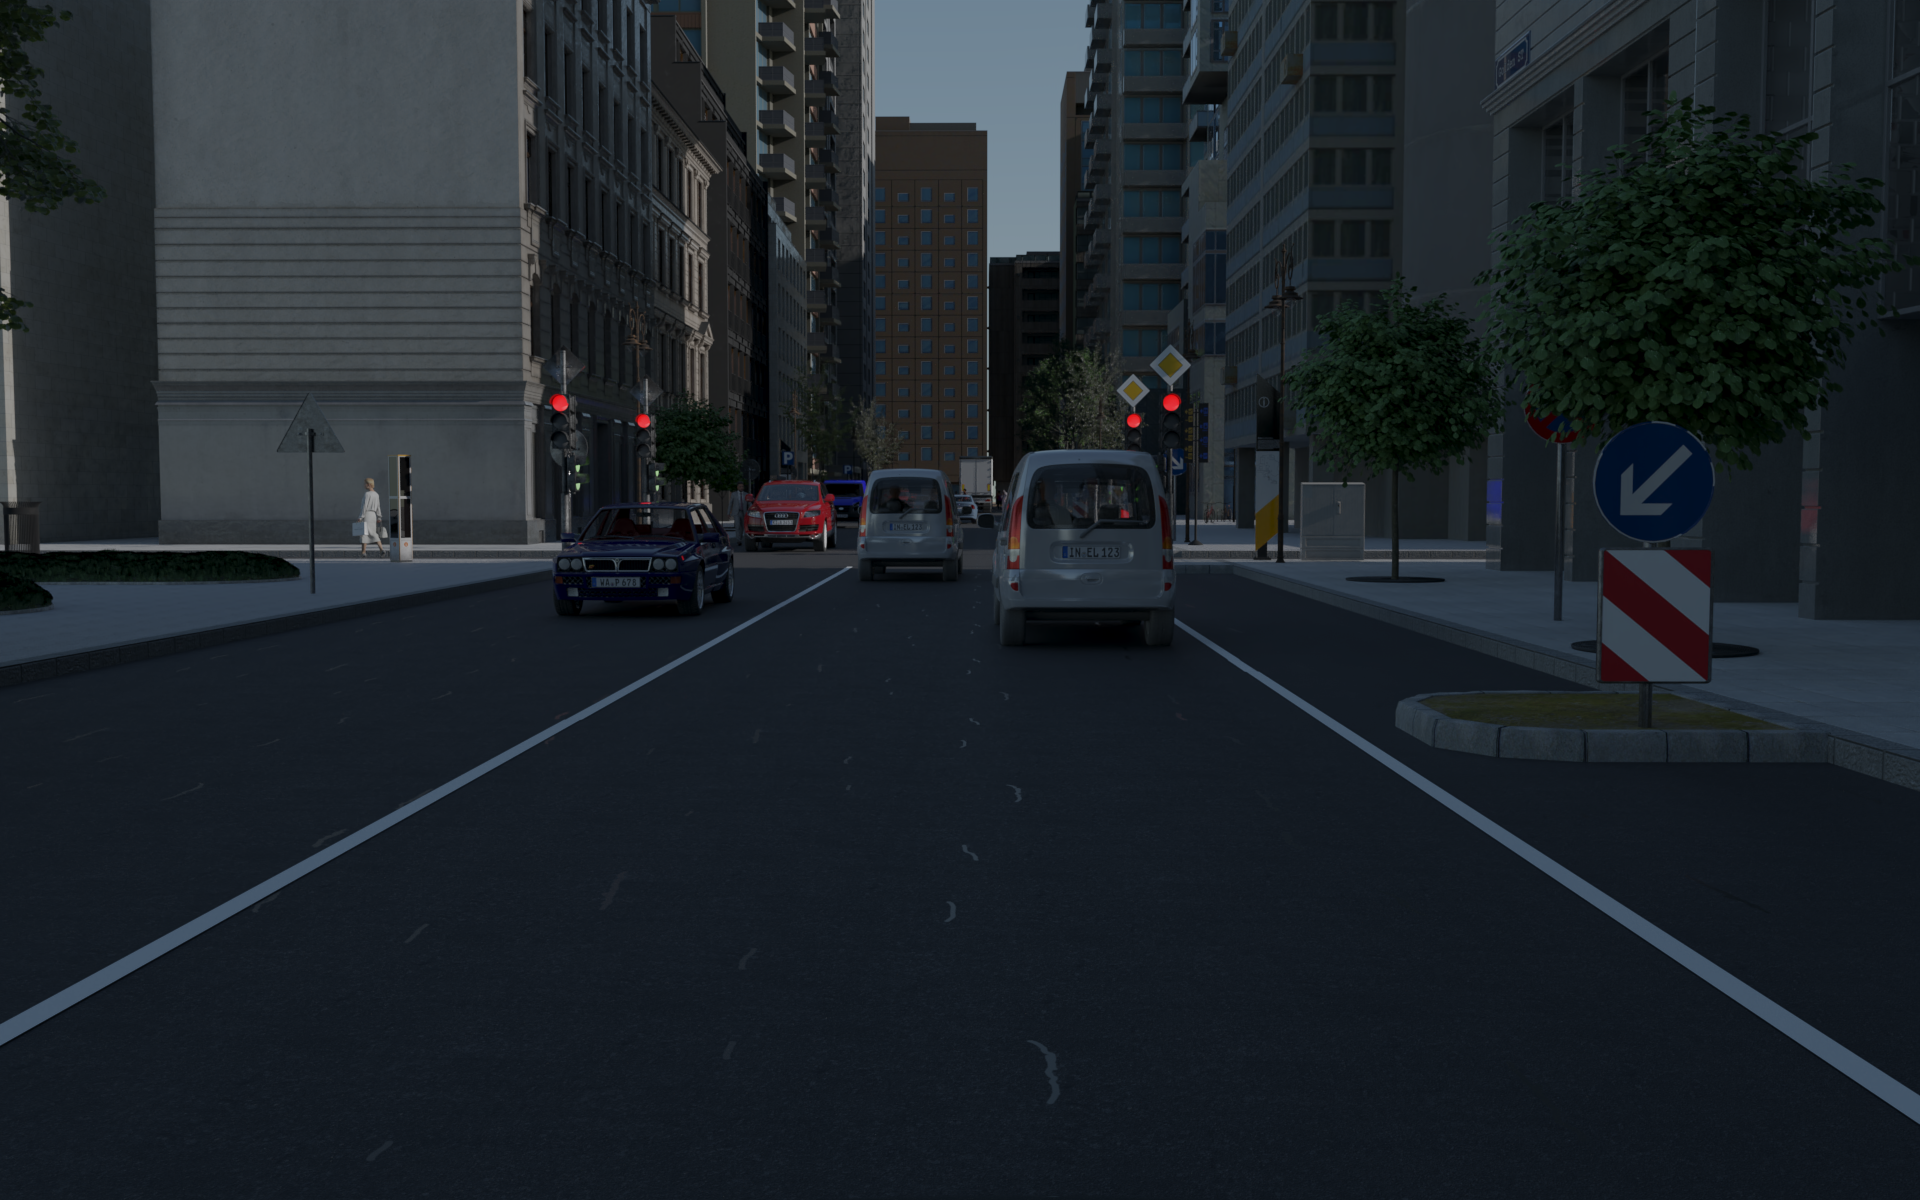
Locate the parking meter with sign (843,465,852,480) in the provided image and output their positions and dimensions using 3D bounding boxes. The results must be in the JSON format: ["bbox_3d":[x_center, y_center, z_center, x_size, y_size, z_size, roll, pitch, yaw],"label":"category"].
[{"bbox_3d":[-6.935,-6.635,104.743,0.543,3.016,1.738,-1,4,-14],"label":"parking meter with sign"}]

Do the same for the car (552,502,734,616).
[{"bbox_3d":[-3.896,-0.556,21.664,1.945,1.354,3.894,0,4,1],"label":"car"}]

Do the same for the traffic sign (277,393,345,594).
[{"bbox_3d":[-8.334,-1.360,22.232,0.884,2.594,0.081,0,4,2],"label":"traffic sign"}]

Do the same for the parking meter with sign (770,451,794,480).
[{"bbox_3d":[-7.486,-4.605,71.551,0.543,3.016,1.738,-2,4,-32],"label":"parking meter with sign"}]

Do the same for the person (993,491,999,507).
[{"bbox_3d":[4.127,-11.083,189.650,0.705,1.831,1.348,-2,4,-33],"label":"person"}]

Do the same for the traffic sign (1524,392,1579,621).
[{"bbox_3d":[6.062,-1.063,17.487,0.768,2.556,0.104,0,4,8],"label":"traffic sign"}]

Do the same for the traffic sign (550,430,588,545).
[{"bbox_3d":[-7.577,-2.044,33.526,0.768,2.556,0.104,0,4,8],"label":"traffic sign"}]

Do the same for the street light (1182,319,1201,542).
[{"bbox_3d":[6.032,-4.464,45.776,0.468,5.910,1.993,0,4,1],"label":"street light"}]

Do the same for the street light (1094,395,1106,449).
[{"bbox_3d":[6.518,-6.597,80.646,0.468,5.910,1.993,0,4,1],"label":"street light"}]

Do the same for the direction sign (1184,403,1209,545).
[{"bbox_3d":[5.914,-3.142,43.377,0.379,3.537,0.876,-3,4,-36],"label":"direction sign"}]

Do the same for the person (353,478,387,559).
[{"bbox_3d":[-12.919,-1.779,37.944,0.624,1.780,0.694,2,4,29],"label":"person"}]

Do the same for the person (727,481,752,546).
[{"bbox_3d":[-6.115,-2.412,48.209,0.678,1.792,0.850,-1,4,-22],"label":"person"}]

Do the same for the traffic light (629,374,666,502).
[{"bbox_3d":[-7.343,-3.164,40.656,0.839,4.253,0.868,0,4,1],"label":"traffic light"}]

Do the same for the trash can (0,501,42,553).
[{"bbox_3d":[-18.103,-1.331,33.414,0.748,1.137,0.748,0,3,0],"label":"trash can"}]

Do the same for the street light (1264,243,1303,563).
[{"bbox_3d":[5.979,-3.631,32.152,0.468,5.910,1.993,0,4,1],"label":"street light"}]

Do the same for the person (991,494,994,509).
[{"bbox_3d":[2.912,-9.134,161.056,0.599,1.433,0.991,0,4,-4],"label":"person"}]

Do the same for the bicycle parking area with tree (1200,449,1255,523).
[{"bbox_3d":[14.981,-5.551,77.765,8.231,4.147,9.016,2,4,28],"label":"bicycle parking area with tree"}]

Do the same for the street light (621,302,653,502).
[{"bbox_3d":[-7.749,-4.216,41.726,0.468,5.910,1.993,0,4,1],"label":"street light"}]

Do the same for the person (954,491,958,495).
[{"bbox_3d":[-0.422,-10.505,180.974,1.217,1.736,0.721,1,4,11],"label":"person"}]

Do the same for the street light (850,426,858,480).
[{"bbox_3d":[-6.831,-8.490,111.594,0.468,5.910,1.993,0,4,1],"label":"street light"}]

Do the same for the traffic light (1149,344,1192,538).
[{"bbox_3d":[3.916,-2.668,32.543,0.839,4.253,0.868,0,4,1],"label":"traffic light"}]

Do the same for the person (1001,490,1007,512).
[{"bbox_3d":[3.256,-7.225,127.293,0.551,1.740,0.621,2,4,32],"label":"person"}]

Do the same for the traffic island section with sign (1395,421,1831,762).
[{"bbox_3d":[3.677,-0.096,10.201,1.989,1.847,2.006,0,4,1],"label":"traffic island section with sign"}]

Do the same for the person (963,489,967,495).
[{"bbox_3d":[0.312,-7.182,125.893,0.705,1.831,1.348,-2,4,-28],"label":"person"}]

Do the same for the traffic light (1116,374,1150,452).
[{"bbox_3d":[4.018,-3.156,40.527,0.839,4.253,0.868,0,4,1],"label":"traffic light"}]

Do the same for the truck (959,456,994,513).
[{"bbox_3d":[1.248,-8.852,133.649,2.839,4.237,11.283,0,4,1],"label":"truck"}]

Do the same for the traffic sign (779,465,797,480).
[{"bbox_3d":[-7.304,-4.498,73.649,0.768,2.556,0.104,0,4,6],"label":"traffic sign"}]

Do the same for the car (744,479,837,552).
[{"bbox_3d":[-4.337,-2.213,44.858,2.281,1.827,5.304,0,4,1],"label":"car"}]

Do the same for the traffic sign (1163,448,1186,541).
[{"bbox_3d":[5.867,-2.885,47.278,0.768,2.556,0.104,0,4,2],"label":"traffic sign"}]

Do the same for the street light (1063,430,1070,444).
[{"bbox_3d":[7.051,-8.716,115.290,0.468,5.910,1.993,0,4,1],"label":"street light"}]

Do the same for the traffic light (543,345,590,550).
[{"bbox_3d":[-7.445,-2.676,32.671,0.839,4.253,0.868,0,4,1],"label":"traffic light"}]

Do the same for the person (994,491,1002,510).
[{"bbox_3d":[3.672,-9.094,157.863,1.217,1.739,0.721,-2,4,-25],"label":"person"}]

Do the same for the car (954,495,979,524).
[{"bbox_3d":[-0.053,-4.438,84.571,2.014,1.417,4.499,0,4,-1],"label":"car"}]

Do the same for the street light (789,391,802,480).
[{"bbox_3d":[-7.280,-6.346,76.544,0.468,5.910,1.993,0,4,1],"label":"street light"}]

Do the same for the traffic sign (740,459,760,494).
[{"bbox_3d":[-7.651,-3.845,62.980,0.768,2.556,0.104,1,4,10],"label":"traffic sign"}]
